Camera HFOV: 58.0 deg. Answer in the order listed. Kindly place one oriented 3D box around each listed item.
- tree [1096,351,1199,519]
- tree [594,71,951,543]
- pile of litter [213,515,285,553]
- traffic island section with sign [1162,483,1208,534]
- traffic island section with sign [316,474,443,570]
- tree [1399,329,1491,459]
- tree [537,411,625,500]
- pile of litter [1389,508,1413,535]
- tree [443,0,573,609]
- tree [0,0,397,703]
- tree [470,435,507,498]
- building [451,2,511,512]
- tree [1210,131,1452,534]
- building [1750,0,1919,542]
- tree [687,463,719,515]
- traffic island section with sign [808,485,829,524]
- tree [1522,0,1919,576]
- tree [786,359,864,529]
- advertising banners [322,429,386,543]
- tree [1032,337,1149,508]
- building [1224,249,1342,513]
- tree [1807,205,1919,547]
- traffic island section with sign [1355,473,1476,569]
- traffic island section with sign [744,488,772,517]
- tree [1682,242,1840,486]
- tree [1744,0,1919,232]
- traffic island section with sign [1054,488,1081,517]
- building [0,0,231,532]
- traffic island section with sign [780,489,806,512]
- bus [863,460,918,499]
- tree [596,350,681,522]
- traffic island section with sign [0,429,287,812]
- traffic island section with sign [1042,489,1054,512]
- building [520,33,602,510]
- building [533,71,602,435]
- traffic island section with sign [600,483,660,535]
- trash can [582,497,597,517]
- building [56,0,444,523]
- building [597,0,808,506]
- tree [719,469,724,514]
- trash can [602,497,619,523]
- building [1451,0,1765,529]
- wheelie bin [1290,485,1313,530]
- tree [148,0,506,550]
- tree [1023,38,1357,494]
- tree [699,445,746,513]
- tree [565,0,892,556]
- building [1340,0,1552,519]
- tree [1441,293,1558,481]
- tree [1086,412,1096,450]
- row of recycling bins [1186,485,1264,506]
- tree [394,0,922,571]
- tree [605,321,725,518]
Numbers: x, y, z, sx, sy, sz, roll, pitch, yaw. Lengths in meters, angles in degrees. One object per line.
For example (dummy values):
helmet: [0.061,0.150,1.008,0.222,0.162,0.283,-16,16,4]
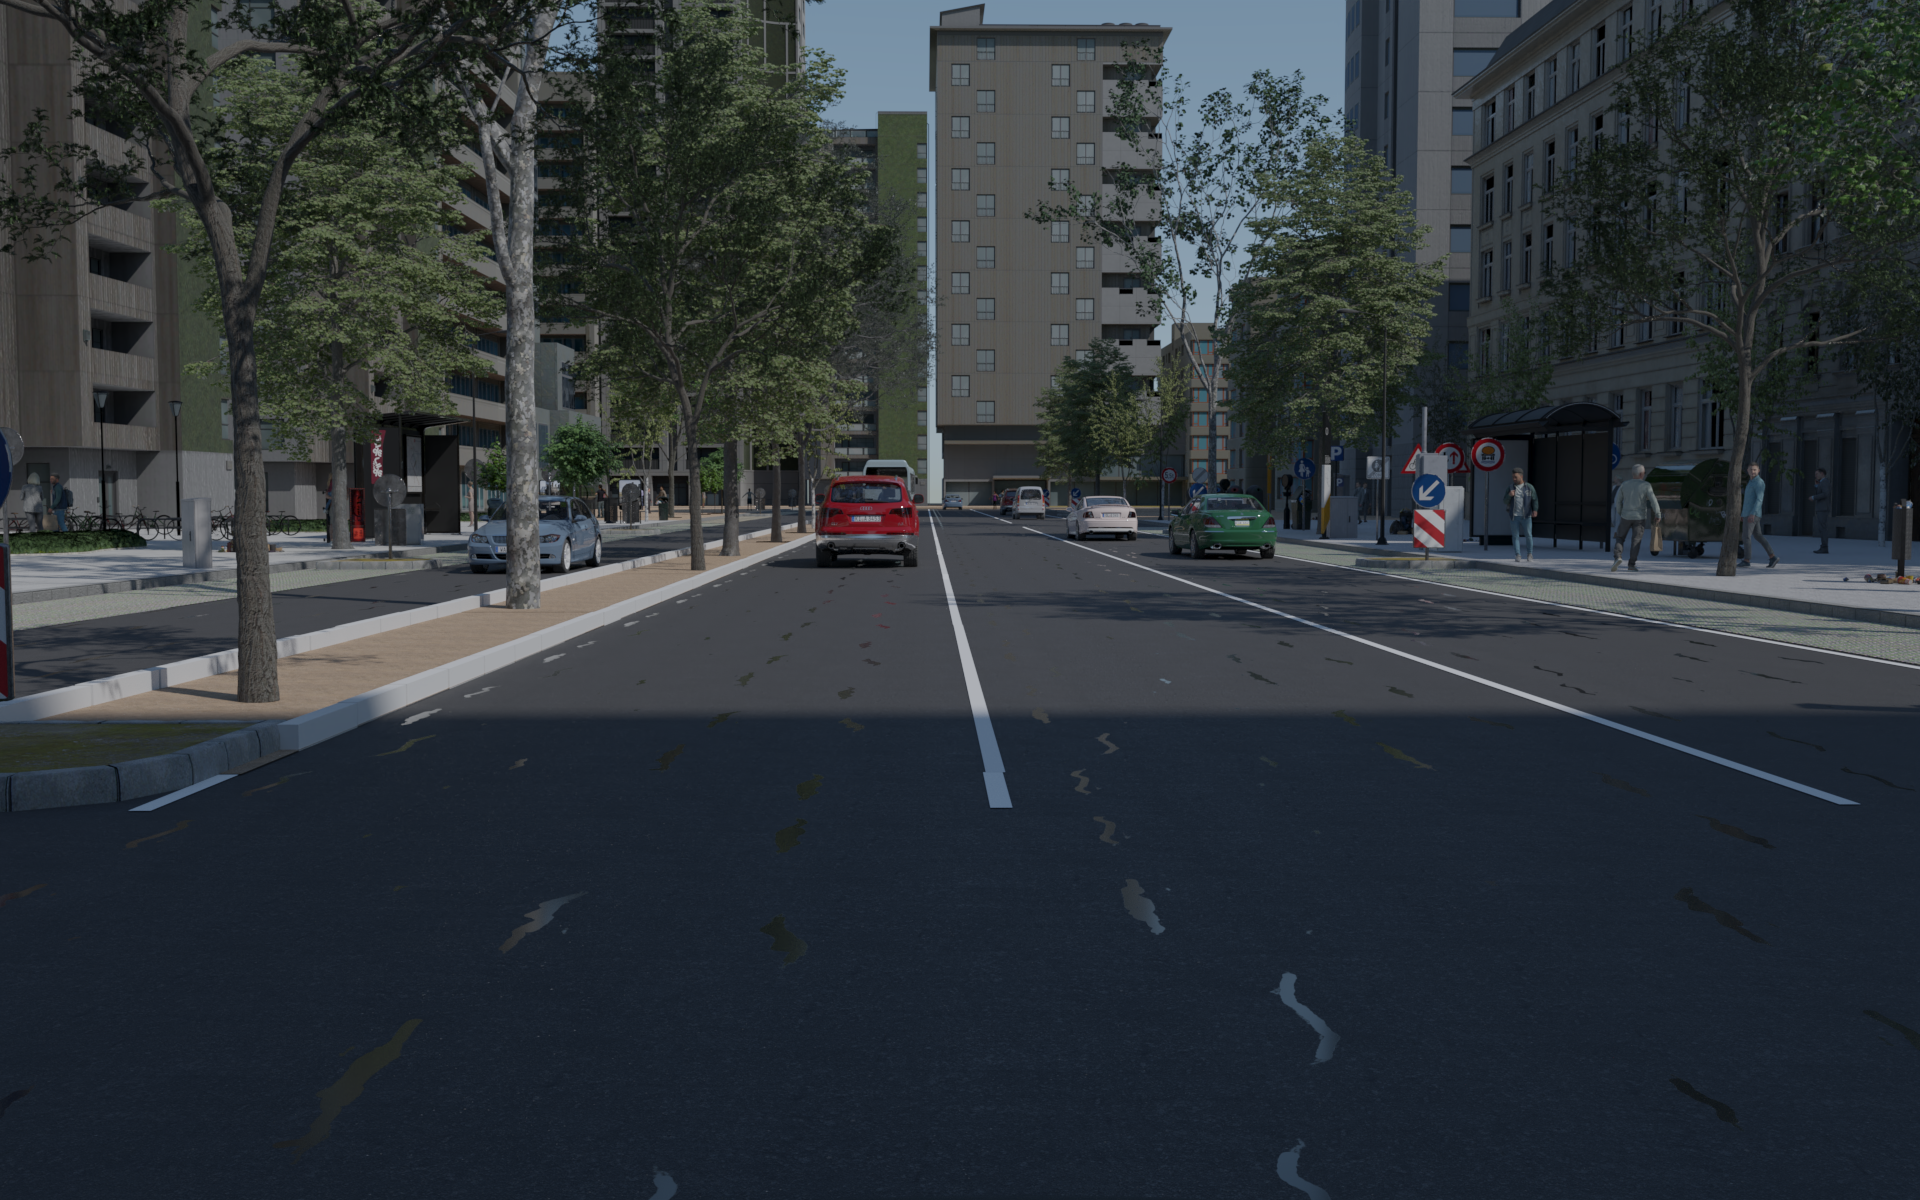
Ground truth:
tree: [10.308,-8.497,89.288,4.737,8.622,4.395,0,3,0]
tree: [-5.358,-8.410,50.336,12.009,13.543,11.850,0,3,0]
pile of litter: [-15.774,-1.488,38.296,1.719,0.858,1.176,2,4,28]
traffic island section with sign: [8.285,-3.256,61.870,1.989,1.847,2.006,0,4,-1]
traffic island section with sign: [-11.165,-1.525,33.558,1.989,1.847,2.006,0,4,-1]
tree: [21.739,-7.805,77.972,4.360,8.622,3.978,0,3,0]
tree: [-15.148,-5.202,68.773,4.285,4.588,4.351,0,3,0]
pile of litter: [14.429,-2.523,55.223,1.719,0.858,1.176,-1,4,-15]
tree: [-6.677,-9.998,21.817,12.611,20.169,13.585,0,3,0]
tree: [-4.811,-4.592,11.949,8.767,10.594,7.601,0,4,-1]
tree: [-15.125,-3.820,57.066,1.663,3.219,1.824,0,3,0]
building: [-40.363,-29.597,107.620,21.300,48.544,21.600,0,4,-1]
tree: [11.900,-8.346,54.591,7.486,12.596,7.792,0,3,0]
building: [29.986,-12.032,45.880,9.793,20.994,18.267,0,4,-1]
tree: [-16.056,-6.869,106.909,1.663,3.219,1.824,0,3,0]
traffic island section with sign: [-6.300,-4.631,83.858,2.006,1.907,1.989,0,4,-1]
tree: [12.263,-5.637,26.574,7.601,10.594,8.767,2,4,32]
tree: [-6.006,-7.229,71.021,4.737,8.622,4.395,0,3,0]
advertising banners: [-16.106,-3.056,46.154,0.090,3.025,2.074,2,4,32]
tree: [10.227,-12.654,125.020,7.486,12.596,7.792,0,3,0]
building: [36.817,-17.595,132.714,27.650,21.520,28.899,0,4,-1]
tree: [22.473,-5.581,41.605,4.360,8.622,3.978,0,3,0]
traffic island section with sign: [8.857,-1.549,33.953,1.989,1.847,2.006,0,4,-1]
traffic island section with sign: [-12.739,-6.249,110.796,1.989,1.847,2.006,0,4,-1]
tree: [22.579,-6.074,49.666,4.737,8.622,4.395,0,3,0]
tree: [11.277,-5.552,16.530,9.928,11.665,9.643,0,3,0]
traffic island section with sign: [7.282,-6.281,111.327,1.989,1.847,2.006,0,4,-1]
building: [-35.767,-17.701,61.115,14.160,30.474,14.107,0,4,-1]
traffic island section with sign: [-13.281,-7.897,137.746,1.989,1.847,2.006,0,4,-1]
bus: [-3.994,-6.436,100.083,2.948,3.499,13.247,0,4,0]
tree: [-14.660,-7.951,80.364,4.737,8.622,4.395,0,3,0]
traffic island section with sign: [-4.766,-0.037,8.735,2.006,1.907,1.989,0,4,-1]
traffic island section with sign: [6.703,-7.976,139.031,1.989,1.847,2.006,0,4,-1]
building: [-45.490,-50.119,132.124,31.000,86.520,22.319,0,4,-1]
building: [-48.958,-34.709,191.200,21.600,48.544,21.300,0,4,-1]
traffic island section with sign: [-11.743,-3.244,61.670,1.989,1.847,2.006,0,4,-1]
trash can: [-16.925,-4.115,78.937,0.748,1.137,0.748,0,3,0]
building: [-36.076,-19.494,90.425,14.160,30.474,14.107,0,4,-1]
building: [-27.845,-45.998,190.311,20.611,71.187,20.563,0,4,-1]
tree: [-15.863,-7.128,111.150,1.663,3.219,1.824,0,3,0]
trash can: [-15.407,-3.961,76.419,0.748,1.137,0.748,0,3,0]
building: [32.255,-14.477,69.990,16.112,22.955,30.059,0,4,-1]
wheelie bin: [12.297,-3.327,62.312,0.693,1.594,0.980,-1,4,-11]
tree: [-14.172,-7.424,39.513,7.486,12.596,7.792,0,3,0]
tree: [9.452,-13.302,73.381,12.611,20.169,13.585,0,3,0]
tree: [-16.111,-8.120,116.471,4.285,4.588,4.351,0,3,0]
tree: [-5.387,-7.297,39.895,7.486,12.596,7.792,0,3,0]
building: [33.838,-34.313,103.016,21.231,58.520,28.212,0,4,-1]
tree: [19.849,-6.858,62.486,4.737,8.622,4.395,0,3,0]
tree: [9.507,-9.186,100.557,4.737,8.622,4.395,0,3,0]
row of recycling bins: [12.268,-4.475,80.285,3.534,1.692,1.069,0,4,3]
tree: [-4.866,-5.839,32.335,8.767,10.594,7.601,0,4,-1]
tree: [-15.446,-10.221,92.867,9.928,11.665,9.643,0,3,0]
